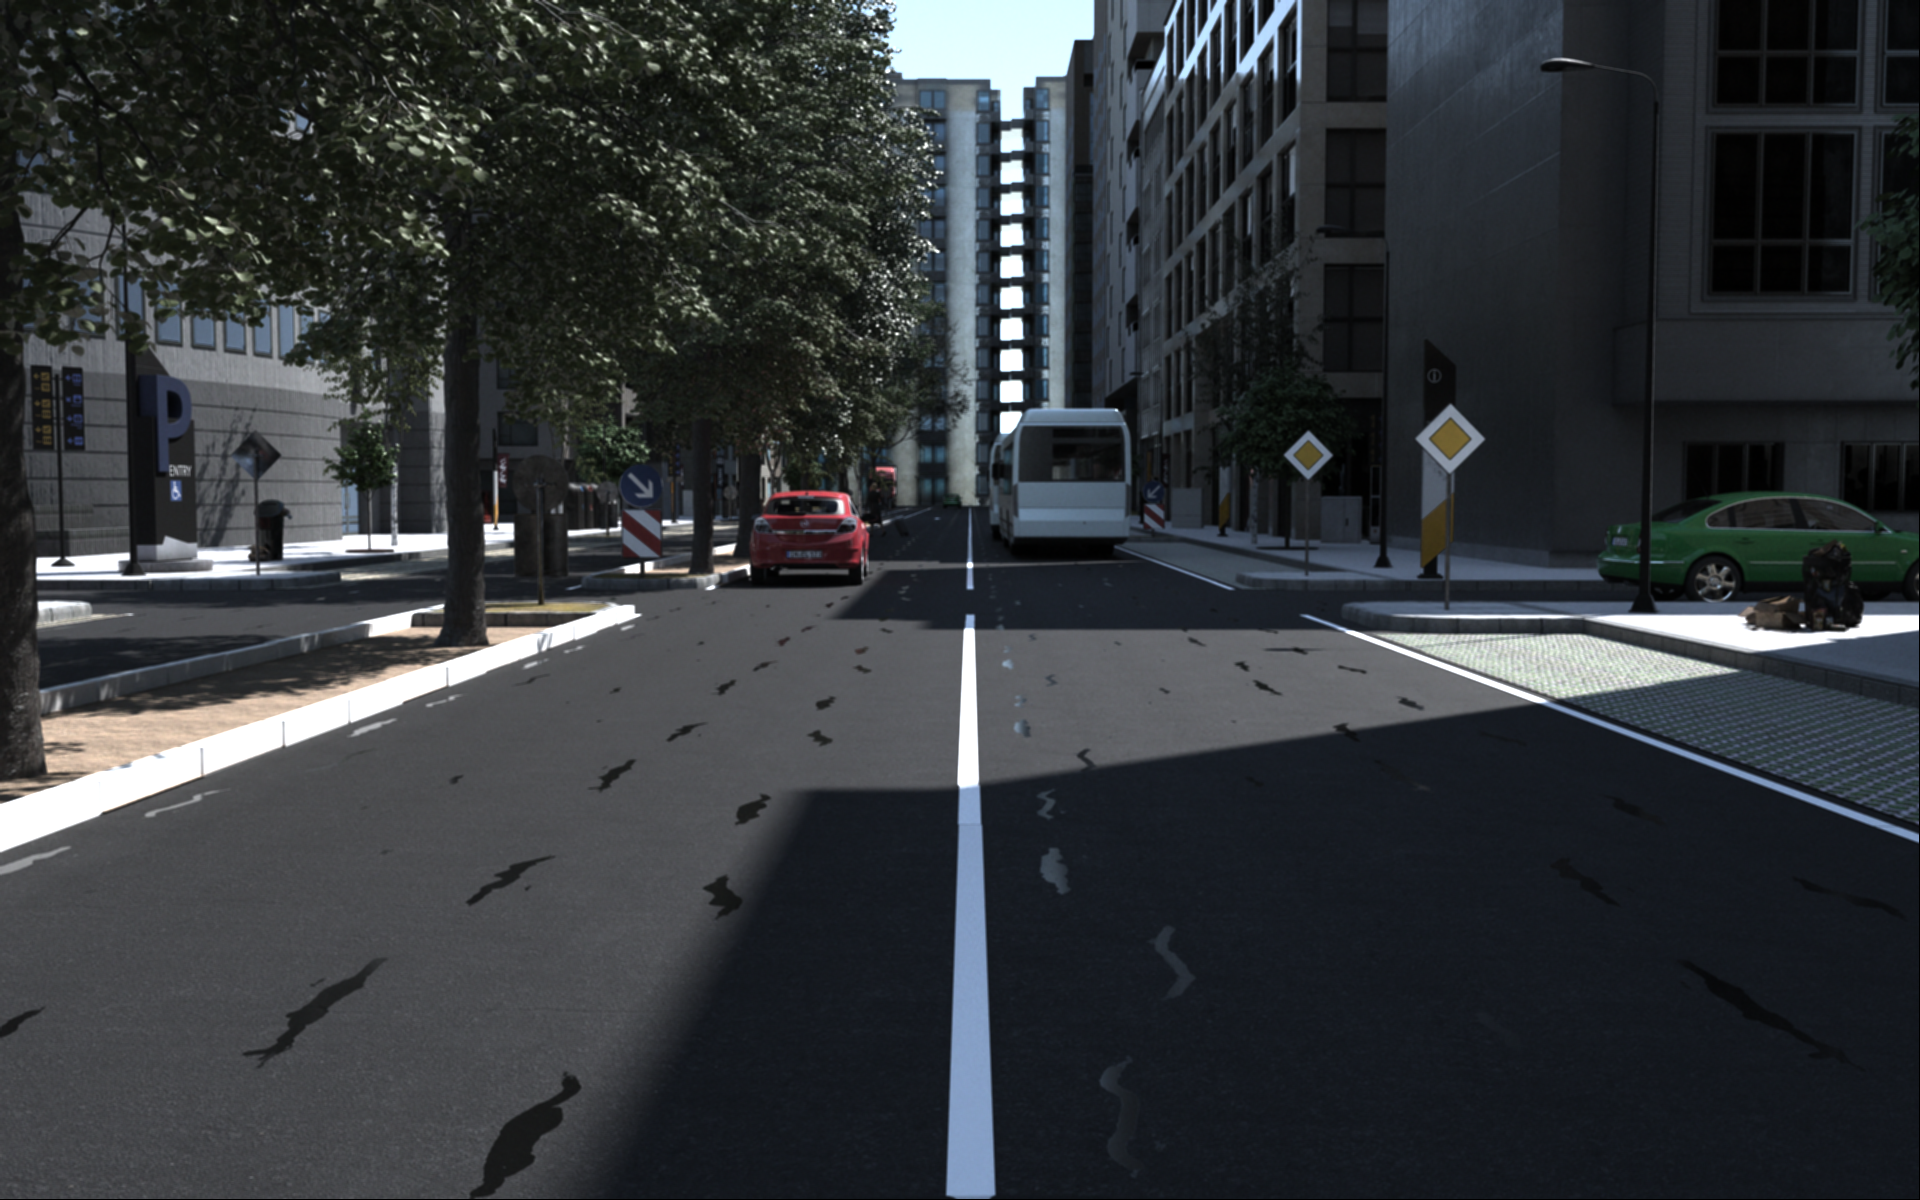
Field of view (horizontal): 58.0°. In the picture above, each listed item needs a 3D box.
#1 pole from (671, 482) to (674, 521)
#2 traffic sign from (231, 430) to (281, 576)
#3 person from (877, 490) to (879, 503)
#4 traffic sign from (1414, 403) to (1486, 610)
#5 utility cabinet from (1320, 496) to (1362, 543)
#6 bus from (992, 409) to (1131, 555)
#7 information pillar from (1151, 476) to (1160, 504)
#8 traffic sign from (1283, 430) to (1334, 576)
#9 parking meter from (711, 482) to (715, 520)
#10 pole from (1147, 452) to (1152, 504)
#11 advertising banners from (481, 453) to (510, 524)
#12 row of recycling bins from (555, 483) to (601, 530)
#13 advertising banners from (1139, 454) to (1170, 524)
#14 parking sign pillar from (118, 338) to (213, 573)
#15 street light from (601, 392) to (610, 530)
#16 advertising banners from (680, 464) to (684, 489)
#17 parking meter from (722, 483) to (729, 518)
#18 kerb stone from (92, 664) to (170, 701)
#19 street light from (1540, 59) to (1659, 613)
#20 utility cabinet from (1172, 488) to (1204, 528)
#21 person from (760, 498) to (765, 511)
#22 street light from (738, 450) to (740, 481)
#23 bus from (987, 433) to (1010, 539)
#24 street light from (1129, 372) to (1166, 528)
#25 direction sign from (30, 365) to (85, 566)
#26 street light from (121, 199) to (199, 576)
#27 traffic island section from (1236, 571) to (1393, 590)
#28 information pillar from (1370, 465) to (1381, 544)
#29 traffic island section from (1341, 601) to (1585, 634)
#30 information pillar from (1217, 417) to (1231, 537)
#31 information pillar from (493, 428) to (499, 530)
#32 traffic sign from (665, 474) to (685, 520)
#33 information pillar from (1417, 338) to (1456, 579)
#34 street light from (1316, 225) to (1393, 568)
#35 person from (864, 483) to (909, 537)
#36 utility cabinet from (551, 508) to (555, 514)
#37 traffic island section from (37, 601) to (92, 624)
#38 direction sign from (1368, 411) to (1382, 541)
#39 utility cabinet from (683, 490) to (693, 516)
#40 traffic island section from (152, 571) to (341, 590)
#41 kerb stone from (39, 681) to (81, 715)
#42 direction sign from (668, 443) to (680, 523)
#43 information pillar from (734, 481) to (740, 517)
[{"bbox_3d":[-13.807,-5.475,83.357,0.158,3.312,0.155,0,3,0],"label":"pole"},{"bbox_3d":[-11.057,-1.442,27.227,0.795,2.450,0.064,0,4,0],"label":"traffic sign"},{"bbox_3d":[-6.601,-7.796,136.700,1.217,1.736,0.721,2,4,34],"label":"person"},{"bbox_3d":[5.390,-0.947,19.126,0.795,2.450,0.064,0,4,0],"label":"traffic sign"},{"bbox_3d":[9.957,-2.085,45.245,1.020,1.237,0.306,2,4,28],"label":"utility cabinet"},{"bbox_3d":[2.397,-3.003,43.963,2.948,3.499,13.247,0,4,0],"label":"bus"},{"bbox_3d":[8.060,-4.104,71.588,0.304,2.012,0.304,-1,4,-9],"label":"information pillar"},{"bbox_3d":[5.437,-1.435,27.111,0.795,2.450,0.064,0,4,0],"label":"traffic sign"},{"bbox_3d":[-12.447,-4.935,86.405,0.399,1.863,0.255,3,5,43],"label":"parking meter"},{"bbox_3d":[9.096,-5.468,83.251,0.158,3.312,0.155,0,3,0],"label":"pole"},{"bbox_3d":[-20.297,-4.768,74.143,2.074,3.025,0.090,0,4,-1],"label":"advertising banners"},{"bbox_3d":[-13.830,-3.396,62.643,1.069,1.692,3.534,0,4,5],"label":"row of recycling bins"},{"bbox_3d":[8.381,-4.788,74.474,2.074,3.025,0.090,-3,5,-44],"label":"advertising banners"},{"bbox_3d":[-13.215,-2.461,28.717,1.447,3.967,1.447,0,4,5],"label":"parking sign pillar"},{"bbox_3d":[-12.330,-5.513,62.681,1.470,5.913,1.316,0,4,0],"label":"street light"},{"bbox_3d":[-15.833,-6.370,100.336,0.090,3.025,2.074,-2,4,-28],"label":"advertising banners"},{"bbox_3d":[-12.397,-5.248,91.521,0.255,1.863,0.399,1,4,8],"label":"parking meter"},{"bbox_3d":[-5.972,0.599,12.410,0.120,0.150,1.000,0,4,0],"label":"kerb stone"},{"bbox_3d":[6.895,-2.821,18.660,1.470,5.913,1.316,0,4,0],"label":"street light"},{"bbox_3d":[8.530,-3.433,64.812,1.173,1.500,0.318,2,4,27],"label":"utility cabinet"},{"bbox_3d":[-8.657,-3.854,76.182,0.373,1.253,0.362,0,4,-8],"label":"person"},{"bbox_3d":[-12.100,-7.741,99.105,1.470,5.913,1.316,0,4,0],"label":"street light"},{"bbox_3d":[2.325,-3.893,58.510,2.948,3.499,13.247,0,4,1],"label":"bus"},{"bbox_3d":[7.136,-5.714,65.972,1.470,5.913,1.316,0,4,0],"label":"street light"},{"bbox_3d":[-15.994,-2.372,30.774,0.379,3.537,0.876,3,5,40],"label":"direction sign"},{"bbox_3d":[-12.452,-3.334,27.053,1.470,5.913,1.316,0,4,0],"label":"street light"},{"bbox_3d":[5.461,-0.300,27.188,2.009,0.180,2.903,0,4,0],"label":"traffic island section"},{"bbox_3d":[10.672,-2.429,44.205,0.304,2.012,0.304,3,5,40],"label":"information pillar"},{"bbox_3d":[5.414,0.188,19.203,2.009,0.180,2.903,0,4,0],"label":"traffic island section"},{"bbox_3d":[7.987,-3.726,52.280,0.183,3.616,0.504,-1,4,-23],"label":"information pillar"},{"bbox_3d":[-16.590,-4.312,61.852,0.183,3.616,0.504,0,4,-7],"label":"information pillar"},{"bbox_3d":[-12.733,-4.730,77.343,0.884,2.594,0.081,0,4,3],"label":"traffic sign"},{"bbox_3d":[7.216,-2.130,26.173,0.504,3.616,0.183,0,4,-4],"label":"information pillar"},{"bbox_3d":[6.858,-3.521,30.114,1.470,5.913,1.316,0,4,0],"label":"street light"},{"bbox_3d":[-2.531,-3.040,58.419,1.509,1.804,0.699,2,4,25],"label":"person"},{"bbox_3d":[-16.883,-3.811,73.473,0.306,1.237,1.020,3,5,41],"label":"utility cabinet"},{"bbox_3d":[-11.127,0.182,19.304,2.009,0.180,2.903,0,4,0],"label":"traffic island section"},{"bbox_3d":[11.371,-3.386,47.363,0.379,3.537,0.876,3,5,40],"label":"direction sign"},{"bbox_3d":[-15.286,-5.481,98.296,0.318,1.500,1.173,-3,5,-40],"label":"utility cabinet"},{"bbox_3d":[-11.080,-0.306,27.289,2.009,0.180,2.903,0,4,0],"label":"traffic island section"},{"bbox_3d":[-5.982,0.663,11.372,0.120,0.150,1.000,0,4,0],"label":"kerb stone"},{"bbox_3d":[-12.542,-5.138,76.009,0.379,3.537,0.876,-3,5,-44],"label":"direction sign"},{"bbox_3d":[-12.571,-5.718,97.977,0.304,2.012,0.304,-2,4,-25],"label":"information pillar"}]
